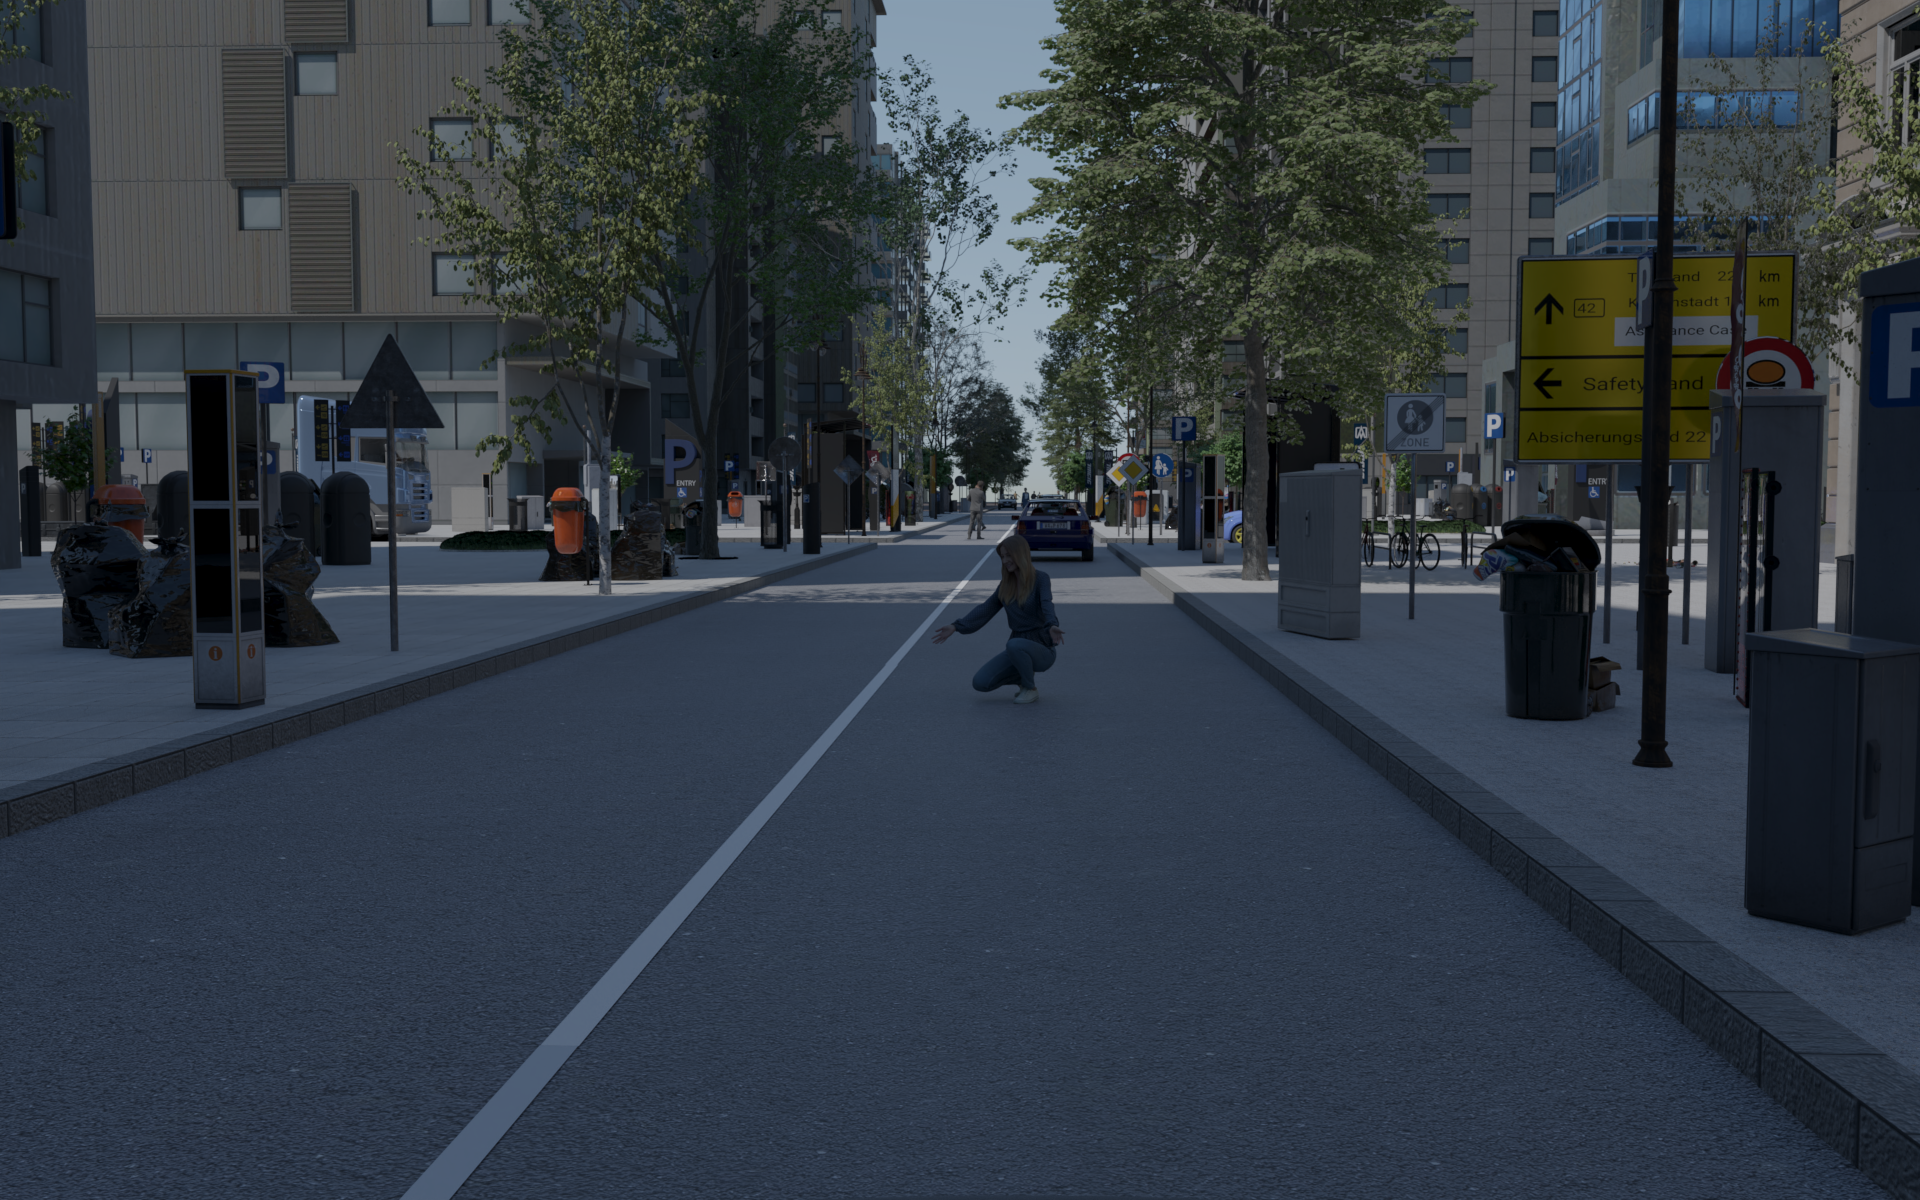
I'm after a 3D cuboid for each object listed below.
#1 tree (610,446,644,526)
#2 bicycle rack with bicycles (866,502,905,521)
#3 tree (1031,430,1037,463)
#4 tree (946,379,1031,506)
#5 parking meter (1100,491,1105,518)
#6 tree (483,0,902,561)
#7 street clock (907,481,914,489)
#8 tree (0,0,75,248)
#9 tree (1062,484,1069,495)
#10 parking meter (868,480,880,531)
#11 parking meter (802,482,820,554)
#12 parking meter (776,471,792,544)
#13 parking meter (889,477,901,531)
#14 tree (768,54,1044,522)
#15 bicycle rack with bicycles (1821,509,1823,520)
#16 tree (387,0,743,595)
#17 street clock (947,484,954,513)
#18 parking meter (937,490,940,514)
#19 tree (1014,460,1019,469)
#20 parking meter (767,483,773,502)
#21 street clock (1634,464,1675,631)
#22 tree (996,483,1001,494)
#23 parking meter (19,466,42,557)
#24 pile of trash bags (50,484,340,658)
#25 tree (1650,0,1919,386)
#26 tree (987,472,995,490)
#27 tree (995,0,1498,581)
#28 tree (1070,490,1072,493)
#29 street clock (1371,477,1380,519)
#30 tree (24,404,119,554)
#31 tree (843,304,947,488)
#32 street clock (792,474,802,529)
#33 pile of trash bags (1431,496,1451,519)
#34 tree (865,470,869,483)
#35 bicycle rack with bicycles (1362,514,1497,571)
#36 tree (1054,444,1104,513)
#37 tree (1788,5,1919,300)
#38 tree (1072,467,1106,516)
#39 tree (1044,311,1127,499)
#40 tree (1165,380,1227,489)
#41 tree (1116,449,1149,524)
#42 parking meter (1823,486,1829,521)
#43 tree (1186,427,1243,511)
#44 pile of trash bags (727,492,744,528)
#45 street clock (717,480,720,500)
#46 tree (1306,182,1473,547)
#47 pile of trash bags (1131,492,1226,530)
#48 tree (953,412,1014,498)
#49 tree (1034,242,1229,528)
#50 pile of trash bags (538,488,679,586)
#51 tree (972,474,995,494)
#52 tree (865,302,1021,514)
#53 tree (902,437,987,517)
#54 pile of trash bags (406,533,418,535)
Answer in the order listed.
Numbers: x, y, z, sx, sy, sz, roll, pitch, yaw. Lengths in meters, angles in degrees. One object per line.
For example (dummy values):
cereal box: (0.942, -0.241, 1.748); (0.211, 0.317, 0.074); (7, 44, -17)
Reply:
tree: (-13.737, -4.578, 69.452); (1.663, 3.219, 1.824); (0, 3, 0)
bicycle rack with bicycles: (-3.996, -4.256, 82.969); (2.852, 0.926, 2.925); (-3, 5, -42)
tree: (6.228, -21.313, 255.115); (9.857, 13.997, 8.962); (0, 3, 0)
tree: (2.615, -17.405, 191.228); (9.857, 13.997, 8.962); (0, 3, 0)
parking meter: (7.567, -5.157, 92.729); (0.372, 1.533, 0.369); (0, 3, 0)
tree: (-4.985, -6.592, 33.535); (9.928, 11.665, 9.643); (0, 3, 0)
street clock: (-2.714, -5.585, 95.891); (0.471, 2.002, 0.358); (1, 4, 21)
tree: (-12.819, -4.307, 20.786); (4.737, 8.622, 4.395); (0, 3, 0)
tree: (13.216, -13.184, 210.161); (1.663, 3.219, 1.824); (0, 3, 0)
parking meter: (-3.003, -3.357, 60.591); (0.399, 1.863, 0.255); (0, 4, -1)
parking meter: (-3.173, -1.749, 36.999); (0.372, 1.533, 0.369); (0, 3, 0)
parking meter: (-4.487, -2.358, 44.270); (0.399, 1.863, 0.255); (0, 4, -7)
parking meter: (-2.227, -3.286, 59.429); (0.399, 1.863, 0.255); (0, 4, 8)
tree: (-2.787, -13.561, 77.612); (12.611, 20.169, 13.585); (0, 3, 0)
bicycle rack with bicycles: (29.987, -2.848, 59.955); (2.925, 0.926, 2.852); (-2, 4, -34)
tree: (-4.716, -4.383, 22.028); (4.737, 8.622, 4.395); (0, 3, 0)
street clock: (-0.641, -7.089, 120.481); (0.358, 2.002, 0.471); (3, 5, 45)
parking meter: (-1.437, -6.146, 108.900); (0.372, 1.533, 0.369); (0, 3, 0)
tree: (5.802, -17.895, 242.947); (4.360, 8.622, 3.978); (0, 3, 0)
parking meter: (-10.030, -5.201, 90.746); (0.399, 1.863, 0.255); (-1, 4, -12)
street clock: (6.469, -0.709, 16.158); (0.471, 2.002, 0.358); (-2, 4, -34)
tree: (4.752, -14.847, 237.343); (1.663, 3.219, 1.824); (0, 3, 0)
parking meter: (-19.122, -1.829, 35.619); (0.399, 1.863, 0.255); (3, 4, 37)
pile of trash bags: (-6.938, -0.332, 15.187); (1.912, 1.369, 3.447); (-3, 5, -43)
tree: (12.748, -4.678, 26.850); (4.360, 8.622, 3.978); (0, 3, 0)
tree: (1.789, -11.973, 179.476); (4.285, 4.588, 4.351); (0, 3, 0)
tree: (4.061, -6.545, 25.136); (7.486, 12.596, 7.792); (0, 3, 0)
tree: (11.754, -10.569, 167.410); (1.663, 3.219, 1.824); (0, 3, 0)
street clock: (17.591, -4.210, 73.409); (0.358, 2.002, 0.471); (2, 4, 33)
tree: (-18.893, -2.607, 37.219); (1.663, 3.219, 1.824); (0, 3, 0)
tree: (-2.530, -7.067, 65.908); (4.737, 8.622, 4.395); (0, 3, 0)
street clock: (-5.962, -3.596, 63.372); (0.471, 2.002, 0.358); (1, 4, 16)
pile of trash bags: (25.237, -4.788, 88.032); (1.912, 1.369, 3.447); (0, 4, 0)
tree: (-6.721, -7.689, 120.318); (1.663, 3.219, 1.824); (0, 3, 0)
bicycle rack with bicycles: (8.099, -1.021, 30.075); (2.852, 0.926, 2.925); (0, 4, 5)
tree: (8.264, -7.939, 113.509); (4.285, 4.588, 4.351); (0, 3, 0)
tree: (12.068, -4.262, 20.047); (4.737, 8.622, 4.395); (0, 3, 0)
tree: (7.820, -6.468, 100.359); (1.663, 3.219, 1.824); (0, 3, 0)
tree: (12.569, -19.653, 177.208); (12.611, 20.169, 13.585); (0, 3, 0)
tree: (14.646, -9.613, 107.531); (4.737, 8.622, 4.395); (0, 3, 0)
tree: (7.403, -4.825, 73.485); (1.663, 3.219, 1.824); (0, 3, 0)
parking meter: (28.632, -2.974, 57.032); (0.372, 1.533, 0.369); (0, 3, 0)
tree: (13.191, -6.021, 82.153); (4.285, 4.588, 4.351); (0, 3, 0)
pile of trash bags: (-9.791, -3.358, 64.662); (3.447, 1.369, 1.912); (0, 4, -2)
street clock: (-12.285, -5.085, 87.715); (0.358, 2.002, 0.471); (-1, 4, -10)
tree: (10.403, -5.590, 41.761); (4.737, 8.622, 4.395); (0, 3, 0)
pile of trash bags: (7.817, -3.190, 61.915); (3.447, 1.369, 1.912); (0, 4, -3)
tree: (1.530, -12.252, 150.683); (4.360, 8.622, 3.978); (0, 3, 0)
tree: (6.397, -7.991, 65.062); (8.767, 10.594, 7.601); (2, 4, 28)
pile of trash bags: (-5.370, -0.977, 25.719); (1.912, 1.369, 3.447); (0, 4, 4)
tree: (2.117, -10.586, 167.685); (1.663, 3.219, 1.824); (0, 3, 0)
tree: (-1.321, -12.312, 111.668); (12.009, 13.543, 11.850); (0, 3, 0)
tree: (-1.672, -7.048, 98.943); (4.285, 4.588, 4.351); (0, 3, 0)
pile of trash bags: (-18.829, -2.728, 54.350); (3.447, 1.369, 1.912); (-1, 4, -18)
